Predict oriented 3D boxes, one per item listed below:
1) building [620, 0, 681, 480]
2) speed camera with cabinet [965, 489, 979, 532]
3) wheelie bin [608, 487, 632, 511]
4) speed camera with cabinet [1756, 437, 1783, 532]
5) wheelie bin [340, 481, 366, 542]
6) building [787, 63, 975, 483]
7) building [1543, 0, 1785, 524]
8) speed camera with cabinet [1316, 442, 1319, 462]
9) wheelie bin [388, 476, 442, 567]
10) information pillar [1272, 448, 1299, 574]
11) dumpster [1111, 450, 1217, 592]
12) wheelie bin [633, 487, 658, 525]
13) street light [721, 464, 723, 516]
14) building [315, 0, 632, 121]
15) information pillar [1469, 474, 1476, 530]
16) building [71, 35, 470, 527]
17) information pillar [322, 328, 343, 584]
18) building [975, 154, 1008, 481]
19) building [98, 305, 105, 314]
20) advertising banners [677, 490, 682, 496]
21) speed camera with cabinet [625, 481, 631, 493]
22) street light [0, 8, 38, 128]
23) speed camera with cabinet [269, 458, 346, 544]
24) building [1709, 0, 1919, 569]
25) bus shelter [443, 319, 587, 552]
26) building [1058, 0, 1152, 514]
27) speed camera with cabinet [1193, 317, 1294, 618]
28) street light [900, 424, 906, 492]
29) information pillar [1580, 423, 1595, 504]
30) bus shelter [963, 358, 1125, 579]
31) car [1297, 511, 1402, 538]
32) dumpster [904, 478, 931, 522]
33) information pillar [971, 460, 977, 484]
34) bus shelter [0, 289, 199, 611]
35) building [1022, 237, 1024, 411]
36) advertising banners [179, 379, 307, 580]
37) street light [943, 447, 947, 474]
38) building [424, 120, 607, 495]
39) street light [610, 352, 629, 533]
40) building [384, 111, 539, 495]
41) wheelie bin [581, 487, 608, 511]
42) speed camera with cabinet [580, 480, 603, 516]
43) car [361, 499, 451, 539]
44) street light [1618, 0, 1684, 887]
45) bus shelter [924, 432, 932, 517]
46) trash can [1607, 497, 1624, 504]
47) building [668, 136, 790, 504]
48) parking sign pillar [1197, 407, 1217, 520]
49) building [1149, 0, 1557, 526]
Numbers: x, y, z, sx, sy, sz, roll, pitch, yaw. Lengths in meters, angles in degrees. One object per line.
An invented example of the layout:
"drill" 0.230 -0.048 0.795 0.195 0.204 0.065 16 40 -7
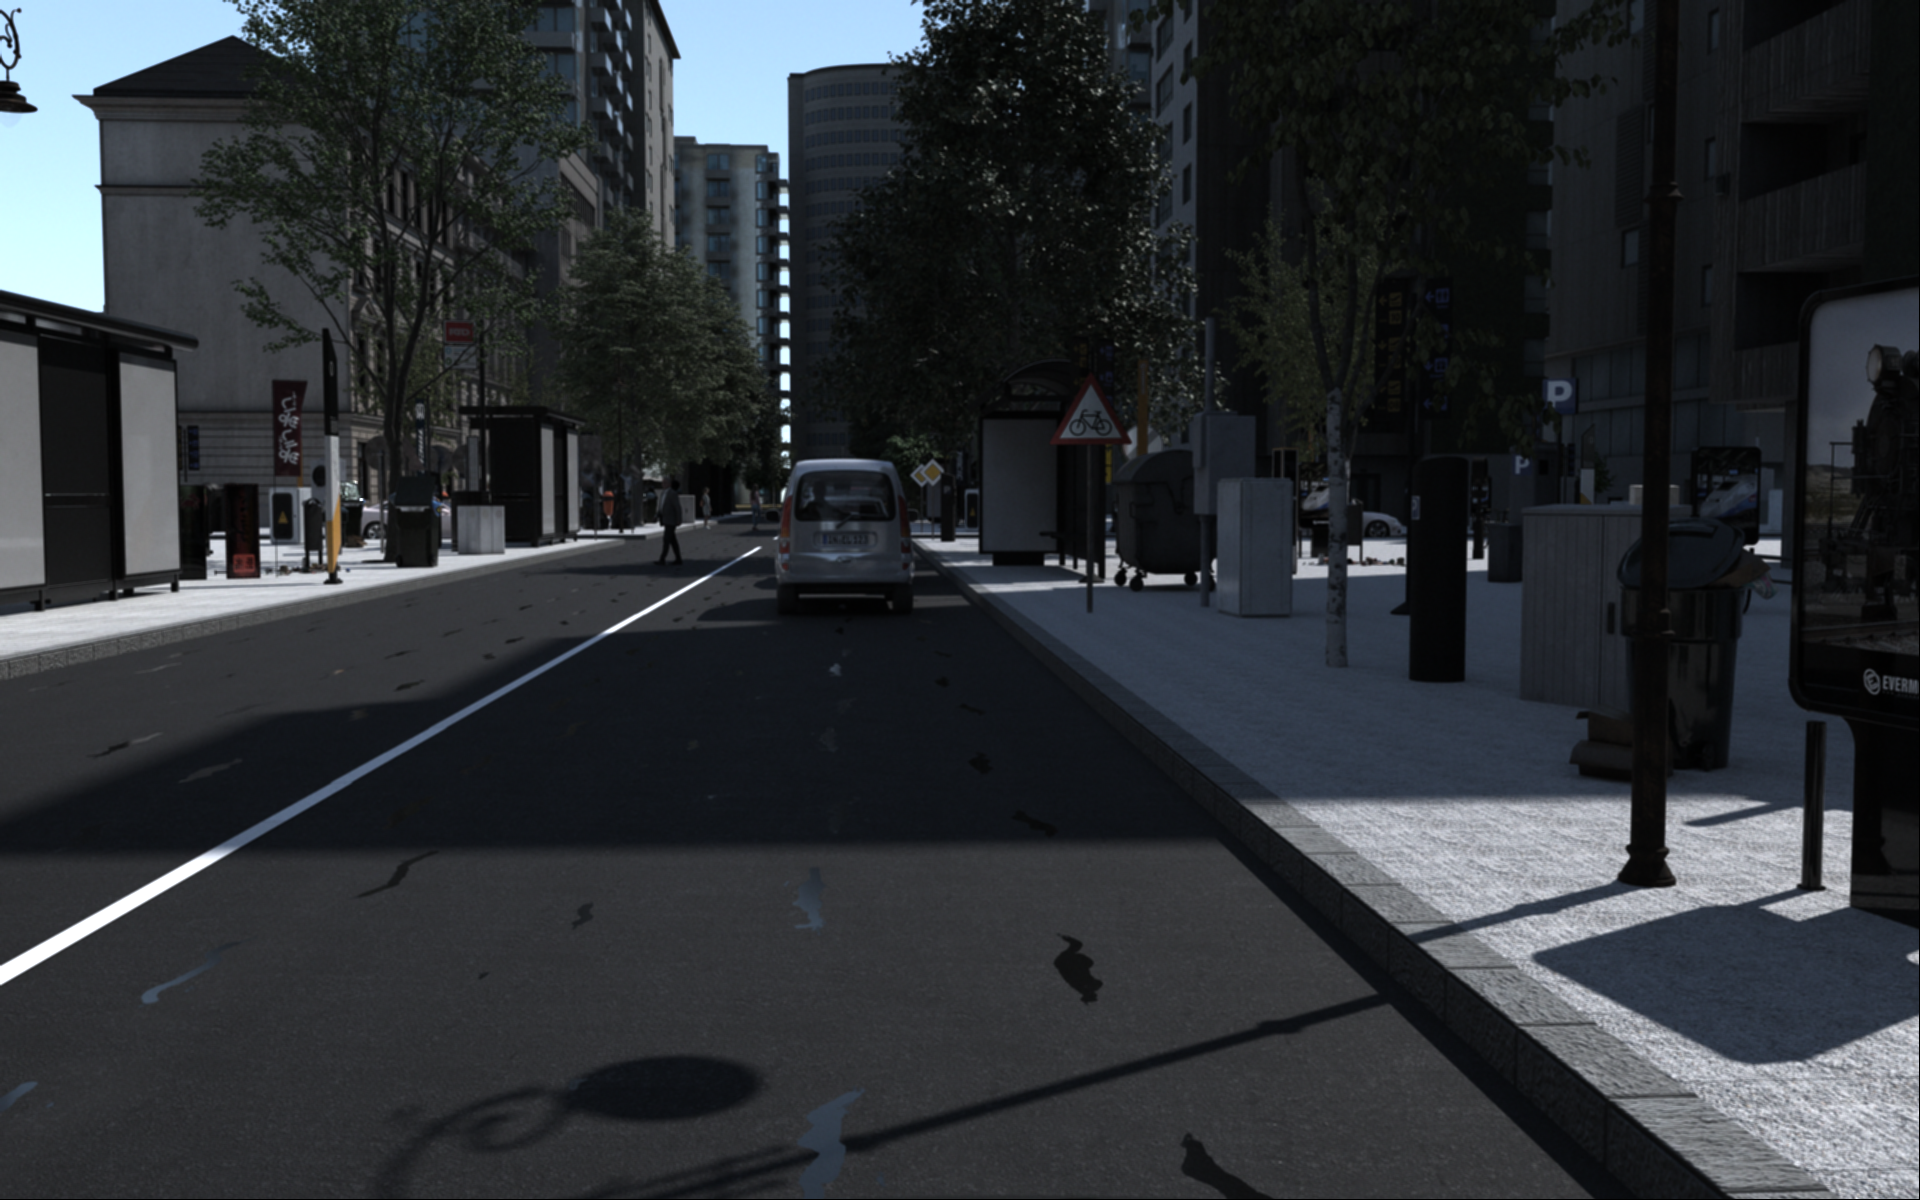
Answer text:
"building" -43.919 -36.084 179.218 27.495 52.752 28.713 0 4 -3
"speed camera with cabinet" 0.985 -3.931 58.613 0.660 3.252 2.038 -3 4 -37
"wheelie bin" -18.035 -5.136 91.886 0.693 1.594 0.980 3 5 43
"speed camera with cabinet" 27.916 -3.975 59.333 0.660 3.252 2.038 -1 4 -15
"wheelie bin" -15.193 -2.129 42.723 0.693 1.594 0.980 3 5 42
"building" -8.972 -42.395 235.158 28.212 58.520 21.231 0 4 -3
"building" 44.572 -30.213 83.228 27.495 52.752 28.713 0 4 -3
"speed camera with cabinet" 12.097 -3.918 58.401 0.660 3.252 2.038 1 4 22
"wheelie bin" -9.557 -1.379 30.459 0.980 1.594 0.693 0 4 -1
"information pillar" 5.197 -1.420 27.707 0.304 2.012 0.304 -1 4 -21
"dumpster" 2.788 -1.081 23.430 1.264 1.857 1.865 0 4 -3
"wheelie bin" -13.622 -4.140 75.603 0.980 1.594 0.693 3 4 36
"street light" -13.618 -7.718 98.970 0.468 5.910 1.993 0 4 -3
"building" -39.433 -32.088 144.247 23.786 49.044 30.456 0 4 -3
"information pillar" 18.473 -3.523 62.090 0.304 2.012 0.304 0 4 -2
"building" -28.727 -12.895 75.453 10.561 19.102 19.286 0 4 -3
"information pillar" -8.967 -2.041 24.726 0.183 3.616 0.504 0 4 -7
"building" 8.537 -30.980 190.113 14.154 41.232 14.086 0 4 -3
"building" -72.815 -20.419 178.894 28.899 21.520 27.650 0 4 -3
"advertising banners" -17.059 -6.656 105.008 0.090 3.025 2.074 -2 4 -28
"speed camera with cabinet" -19.517 -6.725 104.297 0.660 3.252 2.038 1 4 14
"street light" -8.639 -2.595 15.215 0.468 5.910 1.993 0 4 -3
"speed camera with cabinet" -16.670 -3.051 44.220 2.038 3.252 0.660 1 4 22
"building" 19.674 -15.578 26.404 14.160 30.474 14.107 0 4 -3
"bus shelter" -10.942 -3.974 42.600 2.179 5.291 8.768 0 4 -3
"building" 18.617 -30.422 117.003 23.786 49.044 30.456 0 4 -3
"speed camera with cabinet" 3.065 -1.499 18.841 0.660 3.252 2.038 0 4 -6
"street light" -2.898 -7.113 89.084 0.468 5.910 1.993 0 4 -3
"information pillar" 20.786 -4.036 57.338 0.504 3.616 0.183 -1 4 -17
"bus shelter" 1.280 -2.117 28.539 2.014 3.302 5.546 0 4 -4
"car" 11.075 -2.483 52.959 4.827 1.381 2.083 0 4 -3
"dumpster" -1.768 -4.668 78.821 1.502 2.255 1.985 0 4 -3
"information pillar" 0.920 -7.769 118.371 0.504 3.616 0.183 0 4 1
"bus shelter" -10.792 -2.486 18.280 2.179 5.291 8.768 0 4 -3
"building" 14.700 -52.226 166.563 22.319 86.520 31.000 0 4 -3
"advertising banners" -10.905 -1.835 26.196 2.074 3.025 0.090 -2 4 -35
"street light" -0.403 -4.587 47.791 0.468 5.910 1.993 0 4 -3
"building" -32.070 -18.459 119.825 12.078 24.808 19.932 0 4 -3
"street light" -11.098 -5.125 56.575 0.468 5.910 1.993 0 4 -3
"building" -32.617 -15.663 97.887 13.314 21.916 24.055 0 4 -3
"wheelie bin" -14.474 -3.679 68.060 0.693 1.594 0.980 1 4 16
"speed camera with cabinet" -23.520 -7.023 109.169 2.038 3.252 0.660 1 4 23
"car" -15.493 -2.349 50.762 4.827 1.381 2.083 0 4 -3
"street light" 2.274 -2.004 5.555 0.468 5.910 1.993 0 4 -3
"bus shelter" -1.952 -7.193 95.235 2.179 5.291 8.768 0 4 -3
"trash can" 30.350 -4.195 80.249 0.748 1.137 0.748 0 3 0
"building" -38.363 -37.599 234.351 30.456 49.044 23.786 0 4 -3
"parking sign pillar" 7.124 -3.669 48.460 1.447 3.967 1.447 -3 5 -43
"building" 16.248 -18.563 75.206 14.107 30.474 14.160 0 4 -3
